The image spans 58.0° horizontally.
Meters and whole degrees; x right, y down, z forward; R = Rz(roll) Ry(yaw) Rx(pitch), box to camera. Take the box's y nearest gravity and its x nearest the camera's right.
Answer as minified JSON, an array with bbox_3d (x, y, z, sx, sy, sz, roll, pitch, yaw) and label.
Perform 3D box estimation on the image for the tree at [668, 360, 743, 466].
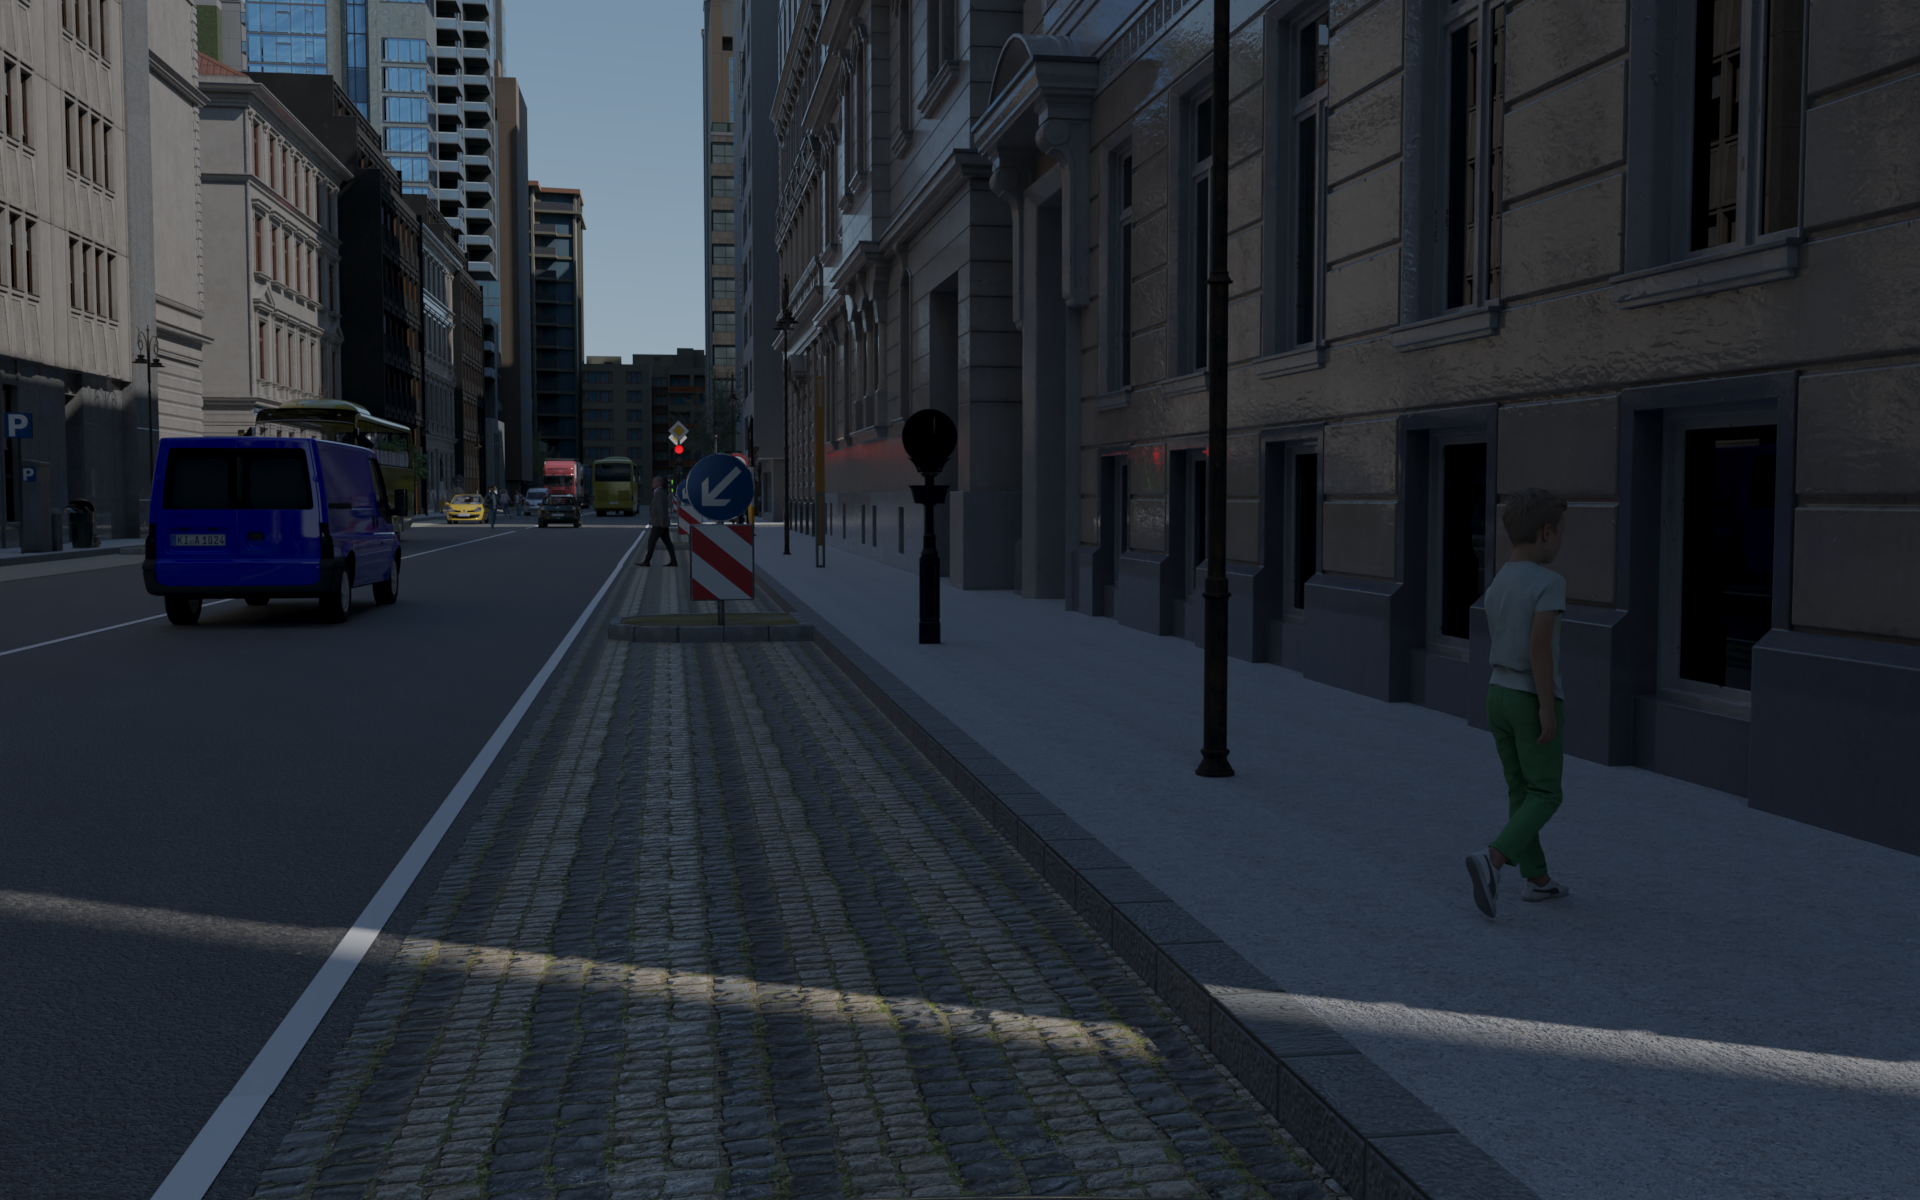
[{"bbox_3d":[-13.397,-8.804,94.301,4.360,8.622,3.978,0,3,0],"label":"tree"}]

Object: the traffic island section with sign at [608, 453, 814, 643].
[{"bbox_3d":[-2.547,-0.545,17.538,1.989,1.847,2.006,-1,4,-9],"label":"traffic island section with sign"}]

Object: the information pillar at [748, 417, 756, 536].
[{"bbox_3d":[-6.408,-3.777,53.109,0.183,3.616,0.504,-1,4,-19],"label":"information pillar"}]

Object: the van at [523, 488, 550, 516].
[{"bbox_3d":[-28.172,-6.640,115.582,2.013,2.044,4.112,-1,4,-10],"label":"van"}]

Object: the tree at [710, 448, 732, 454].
[{"bbox_3d":[-15.931,-8.113,116.365,4.285,4.588,4.351,0,3,0],"label":"tree"}]

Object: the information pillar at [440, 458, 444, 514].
[{"bbox_3d":[-33.987,-7.475,113.570,0.183,3.616,0.504,0,4,-1],"label":"information pillar"}]

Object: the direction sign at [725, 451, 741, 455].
[{"bbox_3d":[-11.909,-6.055,91.002,0.876,3.537,0.379,0,3,0],"label":"direction sign"}]

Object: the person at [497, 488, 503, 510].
[{"bbox_3d":[-38.166,-8.412,143.761,0.419,1.800,0.721,-3,5,-41],"label":"person"}]

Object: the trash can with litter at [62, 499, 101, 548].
[{"bbox_3d":[-20.868,-1.824,41.211,0.624,1.170,1.055,-1,4,-10],"label":"trash can with litter"}]

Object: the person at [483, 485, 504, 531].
[{"bbox_3d":[-18.217,-3.587,67.501,0.721,1.781,0.623,2,4,25],"label":"person"}]

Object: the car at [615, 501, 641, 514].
[{"bbox_3d":[-24.043,-6.888,125.200,1.945,1.354,3.894,-1,4,-10],"label":"car"}]

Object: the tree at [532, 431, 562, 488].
[{"bbox_3d":[-47.148,-14.921,194.315,4.737,8.622,4.395,0,3,0],"label":"tree"}]

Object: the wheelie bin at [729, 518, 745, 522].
[{"bbox_3d":[-10.168,-4.329,78.682,0.693,1.594,0.980,-3,5,-40],"label":"wheelie bin"}]

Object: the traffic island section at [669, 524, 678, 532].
[{"bbox_3d":[-10.709,-2.692,66.303,2.009,0.180,2.903,-1,4,-9],"label":"traffic island section"}]

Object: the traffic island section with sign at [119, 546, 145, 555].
[{"bbox_3d":[-18.874,-2.018,41.625,1.989,1.847,2.006,-1,4,-9],"label":"traffic island section with sign"}]

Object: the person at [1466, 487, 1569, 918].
[{"bbox_3d":[1.727,0.303,5.340,0.590,1.304,0.306,-3,5,-41],"label":"person"}]

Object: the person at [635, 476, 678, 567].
[{"bbox_3d":[-5.952,-1.530,33.906,0.834,1.777,0.661,-1,4,-8],"label":"person"}]

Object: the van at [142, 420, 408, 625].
[{"bbox_3d":[-8.031,-1.002,20.774,2.240,2.365,5.245,-1,4,-9],"label":"van"}]

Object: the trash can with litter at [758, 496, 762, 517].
[{"bbox_3d":[-10.845,-5.144,95.486,0.624,1.170,1.055,0,4,-4],"label":"trash can with litter"}]

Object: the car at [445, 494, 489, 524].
[{"bbox_3d":[-23.694,-4.476,83.402,2.015,1.641,3.980,-1,4,-10],"label":"car"}]

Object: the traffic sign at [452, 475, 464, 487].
[{"bbox_3d":[-33.005,-6.960,113.903,0.768,2.556,0.104,0,4,-5],"label":"traffic sign"}]

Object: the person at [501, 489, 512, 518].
[{"bbox_3d":[-26.871,-5.728,102.819,0.598,1.740,0.731,3,4,36],"label":"person"}]

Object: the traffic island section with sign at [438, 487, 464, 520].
[{"bbox_3d":[-28.208,-5.432,97.435,1.989,1.847,2.006,-1,4,-9],"label":"traffic island section with sign"}]

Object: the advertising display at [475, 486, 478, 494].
[{"bbox_3d":[-37.327,-7.862,133.765,0.123,1.923,0.974,-1,4,-12],"label":"advertising display"}]

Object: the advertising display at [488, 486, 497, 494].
[{"bbox_3d":[-36.751,-8.015,136.262,0.123,1.923,0.974,2,4,24],"label":"advertising display"}]

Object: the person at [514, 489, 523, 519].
[{"bbox_3d":[-25.887,-5.643,101.608,0.563,1.720,0.643,1,4,11],"label":"person"}]

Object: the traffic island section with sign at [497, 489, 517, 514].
[{"bbox_3d":[-32.667,-7.058,124.020,1.989,1.847,2.006,-1,4,-9],"label":"traffic island section with sign"}]

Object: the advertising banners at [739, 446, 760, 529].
[{"bbox_3d":[-7.667,-4.076,62.832,0.090,3.025,2.074,1,4,17],"label":"advertising banners"}]

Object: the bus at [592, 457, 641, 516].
[{"bbox_3d":[-22.668,-7.505,114.261,2.896,3.916,12.252,-1,4,-9],"label":"bus"}]

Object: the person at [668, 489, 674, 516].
[{"bbox_3d":[-17.525,-5.841,104.347,0.599,1.781,0.374,3,5,45],"label":"person"}]

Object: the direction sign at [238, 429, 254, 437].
[{"bbox_3d":[-25.029,-4.208,60.796,0.876,3.537,0.379,2,4,34],"label":"direction sign"}]

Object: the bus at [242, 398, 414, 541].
[{"bbox_3d":[-17.172,-3.456,48.057,2.896,3.916,12.252,-1,4,-11],"label":"bus"}]

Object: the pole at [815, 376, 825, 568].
[{"bbox_3d":[-2.438,-2.220,30.135,0.158,3.312,0.155,0,3,0],"label":"pole"}]

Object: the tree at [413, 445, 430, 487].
[{"bbox_3d":[-29.444,-6.524,90.377,4.285,4.588,4.351,0,3,0],"label":"tree"}]

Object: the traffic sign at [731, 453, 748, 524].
[{"bbox_3d":[-6.907,-3.278,53.700,0.768,2.556,0.104,0,4,-7],"label":"traffic sign"}]

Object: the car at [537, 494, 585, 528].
[{"bbox_3d":[-17.225,-3.967,74.654,2.009,1.686,4.222,-1,4,-10],"label":"car"}]
